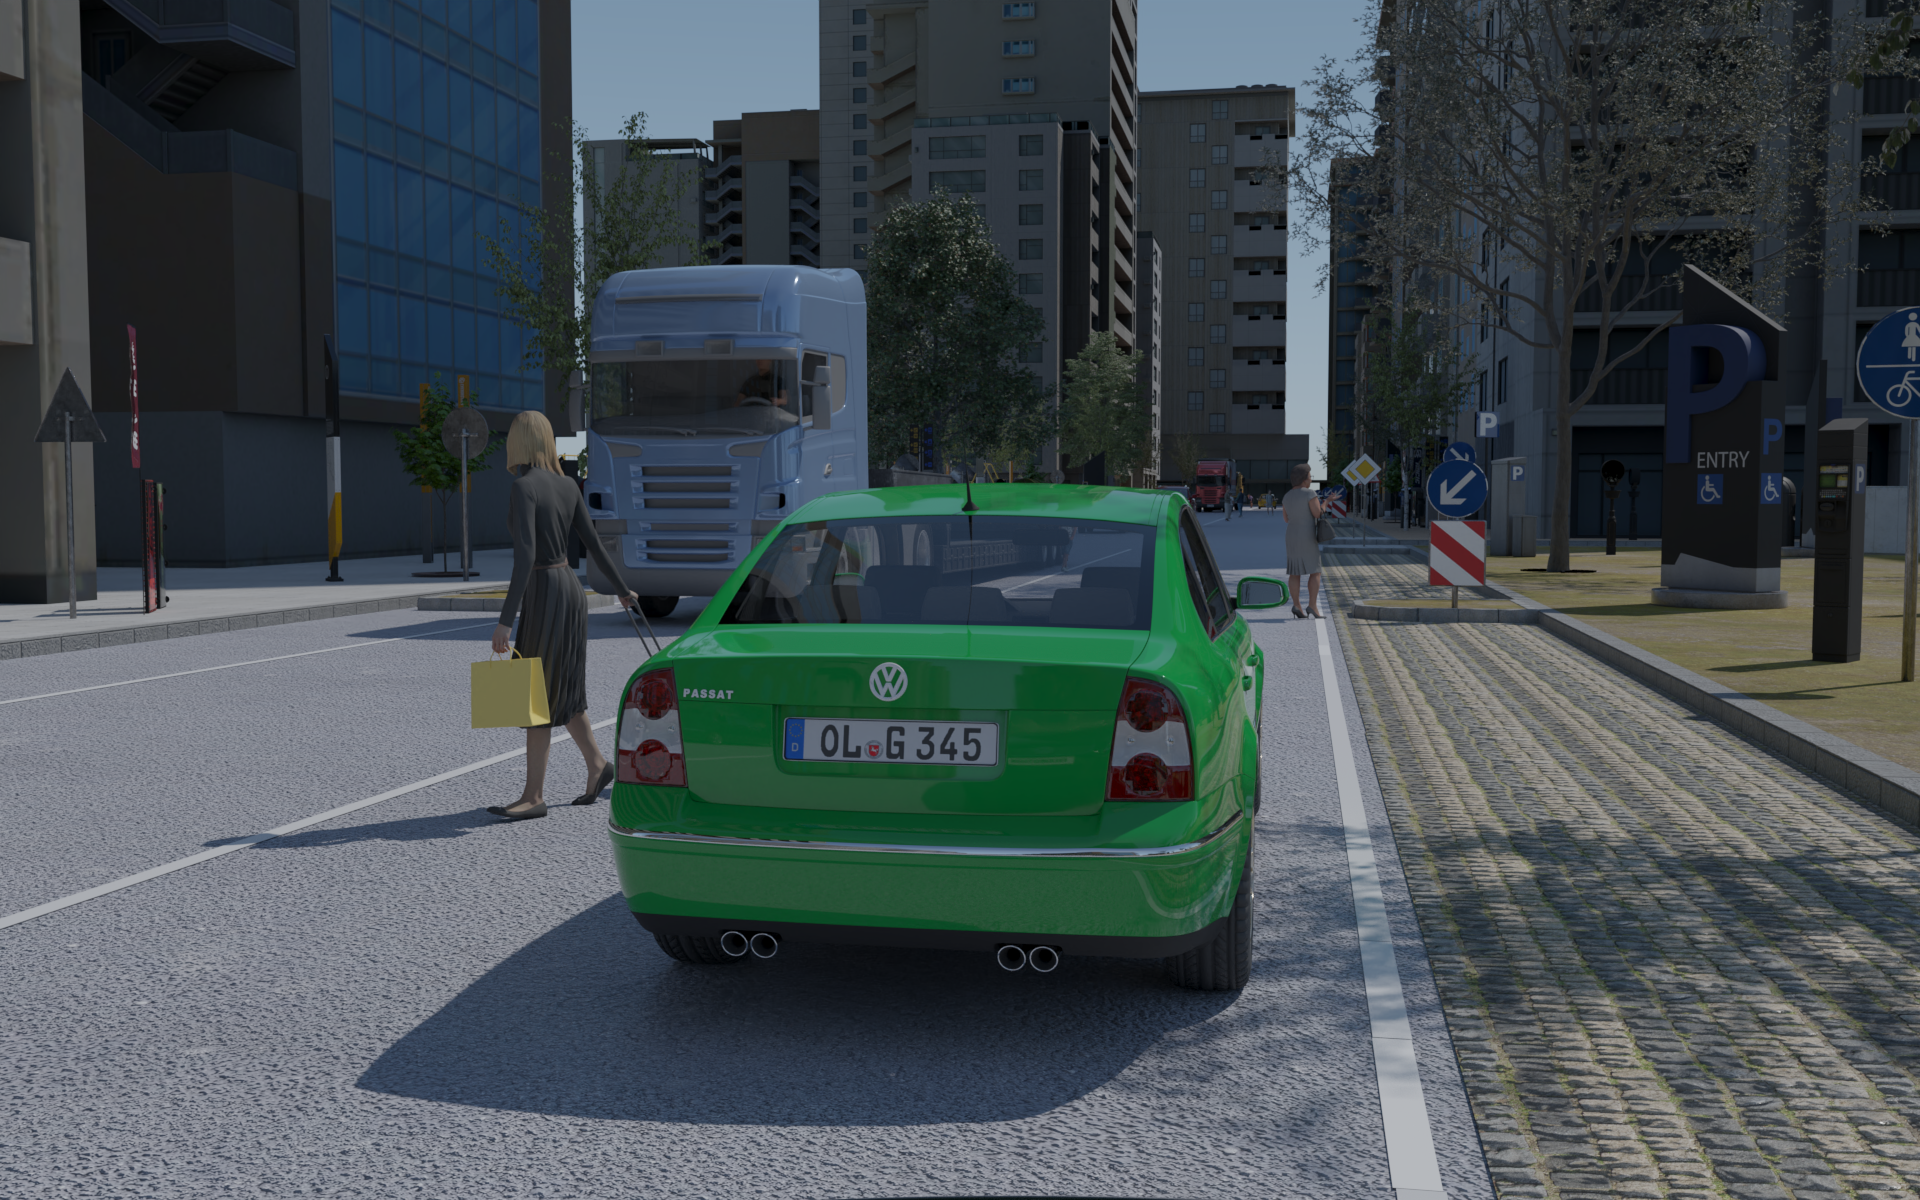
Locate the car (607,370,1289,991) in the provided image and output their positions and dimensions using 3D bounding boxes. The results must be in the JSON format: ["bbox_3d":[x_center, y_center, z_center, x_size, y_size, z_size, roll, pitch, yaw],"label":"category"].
[{"bbox_3d":[0.236,0.141,6.489,1.959,1.807,4.718,1,4,11],"label":"car"}]

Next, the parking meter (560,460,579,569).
[{"bbox_3d":[-6.717,-1.470,29.739,0.255,1.863,0.399,-2,4,-29],"label":"parking meter"}]

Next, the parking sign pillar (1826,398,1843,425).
[{"bbox_3d":[17.600,-2.869,35.387,1.447,3.967,1.447,1,4,16],"label":"parking sign pillar"}]

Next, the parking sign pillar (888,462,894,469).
[{"bbox_3d":[-4.181,-7.233,106.726,1.447,3.967,1.447,-1,4,-17],"label":"parking sign pillar"}]

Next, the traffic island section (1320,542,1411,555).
[{"bbox_3d":[9.898,-1.227,42.340,2.009,0.180,2.903,1,4,11],"label":"traffic island section"}]

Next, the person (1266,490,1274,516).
[{"bbox_3d":[19.991,-6.260,111.858,0.512,1.701,0.522,-1,4,-18],"label":"person"}]

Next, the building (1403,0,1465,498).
[{"bbox_3d":[39.111,-29.694,105.102,23.786,49.044,30.456,1,4,11],"label":"building"}]

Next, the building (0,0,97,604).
[{"bbox_3d":[-22.904,-23.702,11.233,21.300,48.544,21.600,1,4,11],"label":"building"}]

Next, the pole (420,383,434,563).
[{"bbox_3d":[-9.869,-2.336,32.044,0.158,3.312,0.155,0,3,0],"label":"pole"}]

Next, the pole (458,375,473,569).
[{"bbox_3d":[-8.505,-2.197,29.760,0.158,3.312,0.155,0,3,0],"label":"pole"}]

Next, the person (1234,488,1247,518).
[{"bbox_3d":[17.102,-5.913,105.533,0.721,1.781,0.623,3,5,45],"label":"person"}]

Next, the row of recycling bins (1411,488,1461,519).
[{"bbox_3d":[24.021,-5.026,89.287,3.534,1.692,1.069,0,4,6],"label":"row of recycling bins"}]

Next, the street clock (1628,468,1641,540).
[{"bbox_3d":[18.713,-2.662,48.098,0.358,2.002,0.471,1,4,9],"label":"street clock"}]

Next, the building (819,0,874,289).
[{"bbox_3d":[-2.858,-46.057,191.279,20.611,71.187,20.563,1,4,11],"label":"building"}]

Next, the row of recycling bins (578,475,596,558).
[{"bbox_3d":[-7.624,-1.707,35.024,3.534,1.692,1.069,2,4,32],"label":"row of recycling bins"}]

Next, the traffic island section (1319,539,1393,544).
[{"bbox_3d":[11.425,-1.706,50.178,2.009,0.180,2.903,1,4,11],"label":"traffic island section"}]

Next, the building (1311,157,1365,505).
[{"bbox_3d":[58.799,-34.346,216.179,28.867,44.769,22.147,1,4,11],"label":"building"}]

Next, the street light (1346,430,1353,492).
[{"bbox_3d":[27.648,-9.186,122.984,0.468,5.910,1.993,1,4,11],"label":"street light"}]

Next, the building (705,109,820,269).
[{"bbox_3d":[-20.086,-33.575,199.063,14.200,45.320,14.600,1,4,11],"label":"building"}]

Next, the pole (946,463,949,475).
[{"bbox_3d":[-0.807,-7.413,115.044,0.158,3.312,0.155,0,3,0],"label":"pole"}]

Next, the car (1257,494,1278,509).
[{"bbox_3d":[29.535,-9.551,166.384,2.015,1.641,3.980,1,4,11],"label":"car"}]

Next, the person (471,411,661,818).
[{"bbox_3d":[-1.567,0.045,7.986,1.509,1.804,0.699,-3,4,-38],"label":"person"}]

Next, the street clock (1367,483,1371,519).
[{"bbox_3d":[20.773,-5.092,87.829,0.358,2.002,0.471,1,4,11],"label":"street clock"}]

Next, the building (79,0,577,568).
[{"bbox_3d":[-17.874,-23.645,36.708,14.200,45.320,14.600,1,4,11],"label":"building"}]

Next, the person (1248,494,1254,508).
[{"bbox_3d":[29.955,-10.204,178.564,0.697,1.427,0.421,-2,4,-31],"label":"person"}]

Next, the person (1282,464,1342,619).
[{"bbox_3d":[4.061,-0.675,19.887,0.532,1.782,0.716,-3,4,-36],"label":"person"}]

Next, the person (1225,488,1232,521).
[{"bbox_3d":[14.172,-5.045,91.528,0.362,1.759,0.519,1,4,20],"label":"person"}]

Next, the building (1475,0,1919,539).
[{"bbox_3d":[28.614,-37.738,55.265,20.611,71.187,20.563,1,4,11],"label":"building"}]

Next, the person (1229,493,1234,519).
[{"bbox_3d":[15.549,-5.436,99.969,0.503,1.515,0.523,0,4,2],"label":"person"}]

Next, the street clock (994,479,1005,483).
[{"bbox_3d":[1.864,-4.725,81.824,0.471,2.002,0.358,-2,4,-25],"label":"street clock"}]

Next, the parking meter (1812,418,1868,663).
[{"bbox_3d":[6.738,-0.462,13.266,0.255,1.863,0.399,3,5,45],"label":"parking meter"}]

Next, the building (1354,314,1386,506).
[{"bbox_3d":[55.184,-20.373,178.132,27.650,21.520,28.899,1,4,11],"label":"building"}]

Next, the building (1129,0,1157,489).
[{"bbox_3d":[9.238,-44.938,172.995,20.563,71.187,20.611,1,4,11],"label":"building"}]

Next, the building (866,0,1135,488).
[{"bbox_3d":[3.688,-32.361,152.803,21.300,48.544,21.600,1,4,11],"label":"building"}]

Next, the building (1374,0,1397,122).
[{"bbox_3d":[47.091,-30.275,149.624,22.147,44.769,28.867,1,4,11],"label":"building"}]

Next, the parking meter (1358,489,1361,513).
[{"bbox_3d":[27.214,-6.850,117.713,0.255,1.863,0.399,1,4,15],"label":"parking meter"}]

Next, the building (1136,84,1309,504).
[{"bbox_3d":[31.476,-38.872,224.800,27.495,52.752,28.713,1,4,11],"label":"building"}]

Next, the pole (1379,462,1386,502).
[{"bbox_3d":[24.140,-6.403,98.539,0.158,3.312,0.155,0,3,0],"label":"pole"}]

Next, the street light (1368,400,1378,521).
[{"bbox_3d":[19.984,-6.787,83.752,0.468,5.910,1.993,1,4,11],"label":"street light"}]

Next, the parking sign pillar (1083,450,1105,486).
[{"bbox_3d":[8.222,-7.219,106.503,1.447,3.967,1.447,0,4,-5],"label":"parking sign pillar"}]

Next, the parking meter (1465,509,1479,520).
[{"bbox_3d":[15.976,-2.960,54.101,0.399,1.863,0.255,3,4,37],"label":"parking meter"}]

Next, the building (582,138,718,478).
[{"bbox_3d":[-34.584,-31.697,201.841,14.086,41.232,14.154,1,4,11],"label":"building"}]

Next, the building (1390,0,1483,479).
[{"bbox_3d":[39.779,-29.293,129.053,14.600,45.320,14.200,1,4,11],"label":"building"}]

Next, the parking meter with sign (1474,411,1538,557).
[{"bbox_3d":[11.335,-2.421,35.844,0.543,3.016,1.738,-1,4,-15],"label":"parking meter with sign"}]

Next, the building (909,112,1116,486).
[{"bbox_3d":[4.398,-22.224,135.062,14.160,30.474,14.107,1,4,11],"label":"building"}]

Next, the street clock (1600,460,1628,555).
[{"bbox_3d":[13.721,-1.950,36.451,0.471,2.002,0.358,1,4,16],"label":"street clock"}]

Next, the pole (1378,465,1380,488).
[{"bbox_3d":[29.122,-7.735,120.312,0.158,3.312,0.155,0,3,0],"label":"pole"}]

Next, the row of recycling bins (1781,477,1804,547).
[{"bbox_3d":[18.340,-2.012,40.016,3.534,1.692,1.069,2,4,27],"label":"row of recycling bins"}]

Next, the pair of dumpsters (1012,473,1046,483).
[{"bbox_3d":[3.157,-4.687,79.134,1.574,2.255,4.437,1,4,11],"label":"pair of dumpsters"}]

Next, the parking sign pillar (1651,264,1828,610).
[{"bbox_3d":[8.723,-1.916,19.800,1.447,3.967,1.447,-2,4,-28],"label":"parking sign pillar"}]

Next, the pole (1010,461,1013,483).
[{"bbox_3d":[3.173,-6.950,107.471,0.158,3.312,0.155,0,3,0],"label":"pole"}]

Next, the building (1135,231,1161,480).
[{"bbox_3d":[15.106,-25.751,192.733,14.107,30.474,14.160,1,4,11],"label":"building"}]

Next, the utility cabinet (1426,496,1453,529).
[{"bbox_3d":[17.695,-3.219,63.788,1.020,1.237,0.306,0,4,-2],"label":"utility cabinet"}]

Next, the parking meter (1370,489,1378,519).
[{"bbox_3d":[21.164,-4.905,88.604,0.372,1.533,0.369,0,3,0],"label":"parking meter"}]

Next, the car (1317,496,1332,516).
[{"bbox_3d":[23.069,-6.026,111.105,1.945,1.354,3.894,1,4,10],"label":"car"}]

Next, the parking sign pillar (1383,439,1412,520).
[{"bbox_3d":[21.495,-5.899,84.924,1.447,3.967,1.447,-2,4,-27],"label":"parking sign pillar"}]

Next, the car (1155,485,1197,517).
[{"bbox_3d":[9.415,-4.176,76.948,2.281,1.827,5.304,1,4,11],"label":"car"}]

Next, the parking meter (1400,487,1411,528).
[{"bbox_3d":[16.690,-3.451,64.841,0.372,1.533,0.369,0,3,0],"label":"parking meter"}]

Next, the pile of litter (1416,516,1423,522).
[{"bbox_3d":[21.430,-4.005,79.452,1.176,0.858,1.719,3,5,40],"label":"pile of litter"}]
